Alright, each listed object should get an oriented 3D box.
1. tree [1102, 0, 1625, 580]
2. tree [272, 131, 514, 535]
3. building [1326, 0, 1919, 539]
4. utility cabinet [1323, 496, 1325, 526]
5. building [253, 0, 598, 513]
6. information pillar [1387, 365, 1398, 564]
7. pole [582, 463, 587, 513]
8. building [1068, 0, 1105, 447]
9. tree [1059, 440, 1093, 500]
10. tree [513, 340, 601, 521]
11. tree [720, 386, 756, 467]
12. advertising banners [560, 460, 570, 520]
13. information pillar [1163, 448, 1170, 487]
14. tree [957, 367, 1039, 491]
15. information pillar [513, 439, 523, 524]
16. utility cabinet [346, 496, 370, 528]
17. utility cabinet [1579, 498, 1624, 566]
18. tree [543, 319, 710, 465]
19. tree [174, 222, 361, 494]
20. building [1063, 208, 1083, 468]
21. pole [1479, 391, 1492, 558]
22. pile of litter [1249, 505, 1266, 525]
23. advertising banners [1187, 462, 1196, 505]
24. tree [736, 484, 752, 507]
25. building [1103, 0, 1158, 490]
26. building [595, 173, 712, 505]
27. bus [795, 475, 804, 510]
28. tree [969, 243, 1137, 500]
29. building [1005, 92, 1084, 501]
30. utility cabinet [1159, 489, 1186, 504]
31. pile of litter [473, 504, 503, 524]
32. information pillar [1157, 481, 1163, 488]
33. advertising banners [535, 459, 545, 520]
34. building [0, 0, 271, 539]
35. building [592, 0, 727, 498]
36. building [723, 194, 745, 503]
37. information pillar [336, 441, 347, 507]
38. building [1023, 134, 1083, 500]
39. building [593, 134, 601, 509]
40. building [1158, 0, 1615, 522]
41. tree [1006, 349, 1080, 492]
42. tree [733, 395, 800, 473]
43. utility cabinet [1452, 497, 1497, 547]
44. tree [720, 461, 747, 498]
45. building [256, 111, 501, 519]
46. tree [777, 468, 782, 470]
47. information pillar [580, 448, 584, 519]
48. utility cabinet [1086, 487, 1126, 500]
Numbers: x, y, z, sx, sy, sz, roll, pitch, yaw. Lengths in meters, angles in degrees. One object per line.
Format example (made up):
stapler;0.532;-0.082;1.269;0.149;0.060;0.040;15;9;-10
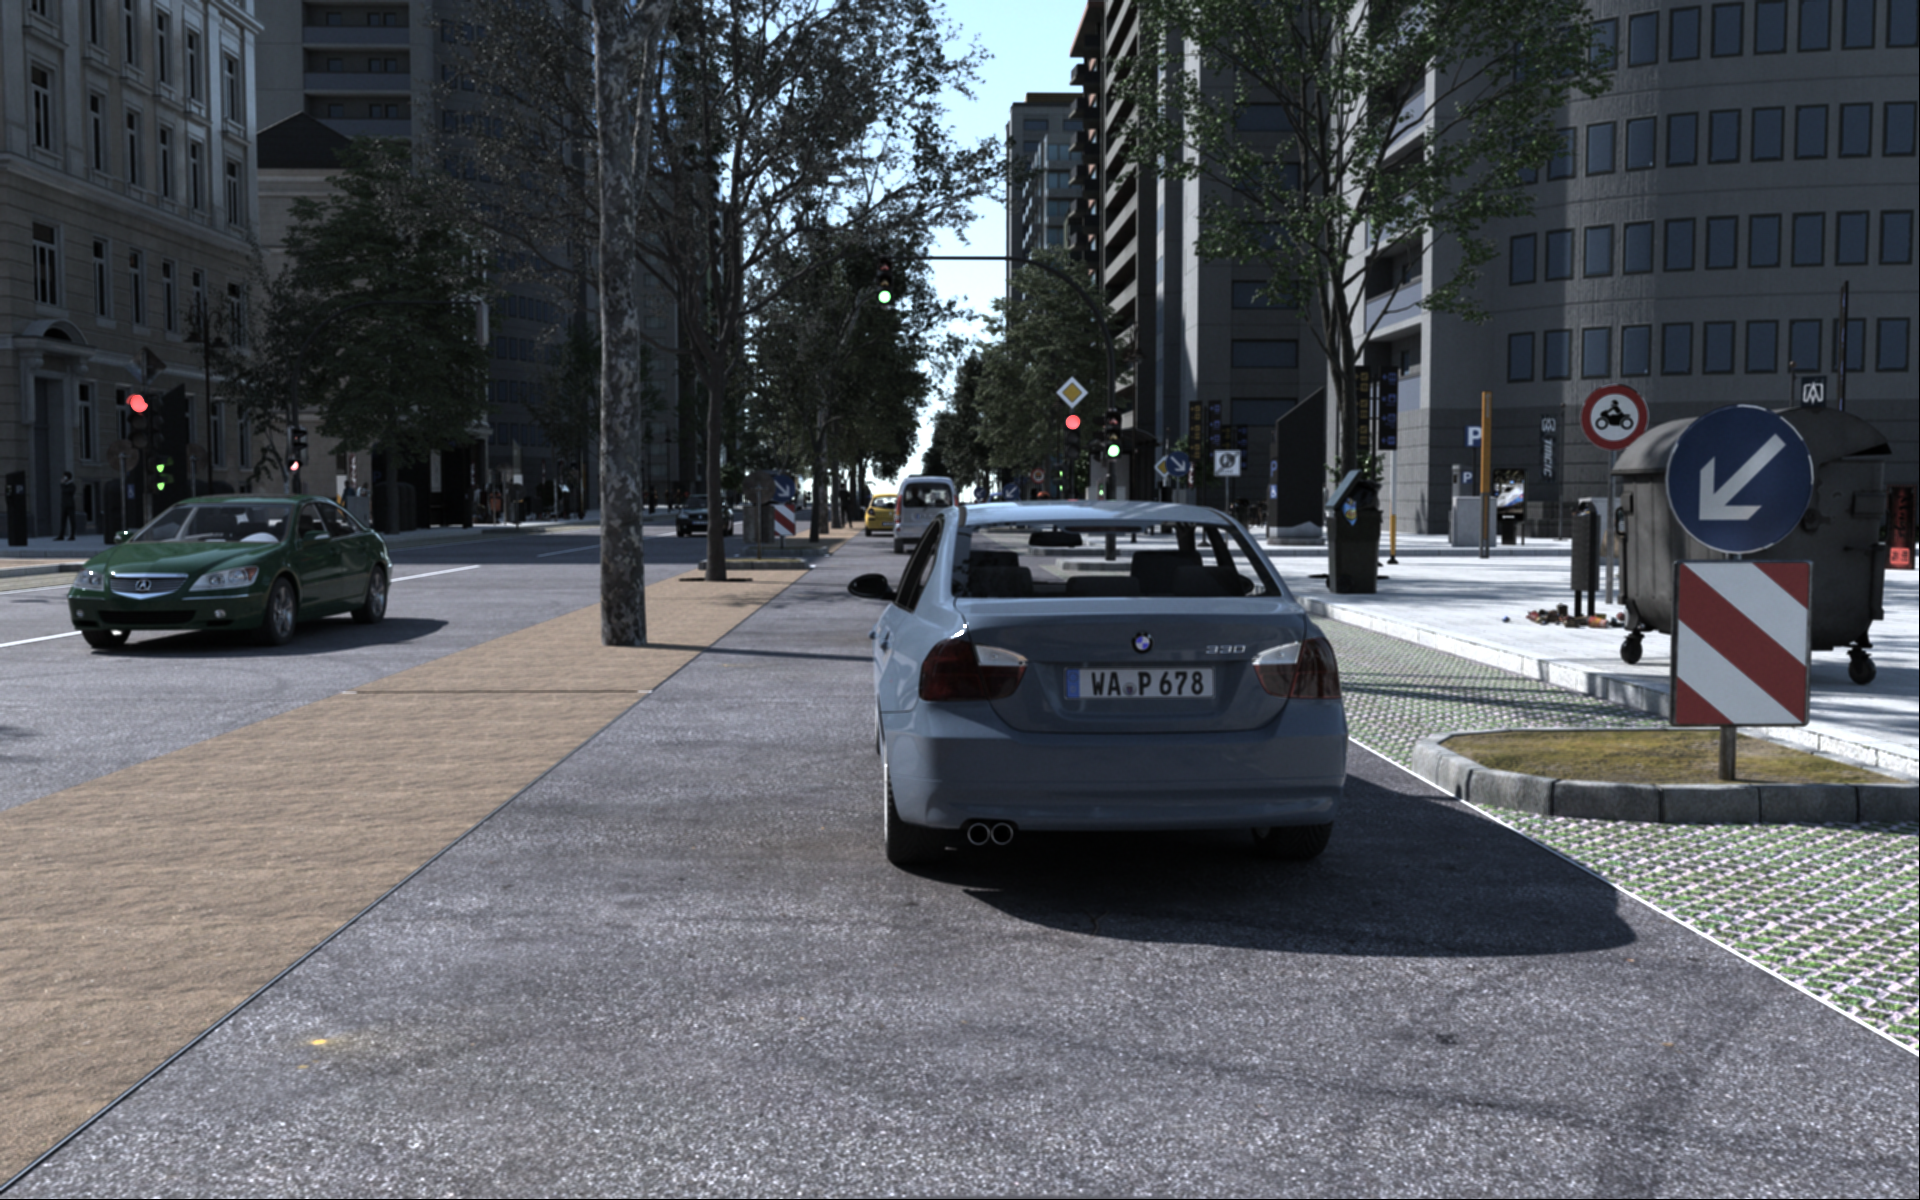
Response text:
tree;5.759;-6.134;26.047;9.928;11.665;9.643;0;3;0
tree;-18.052;-8.382;55.170;7.486;12.596;7.792;0;3;0
building;28.607;-31.543;57.729;28.212;58.520;21.231;0;4;-2
utility cabinet;14.281;-3.602;70.054;1.020;1.237;0.306;-2;4;-31
building;-40.289;-35.873;128.526;21.231;58.520;28.212;0;4;-2
information pillar;7.972;-2.475;31.822;0.183;3.616;0.504;1;4;12
pole;-25.074;-7.455;115.732;0.158;3.312;0.155;0;3;0
building;21.242;-30.585;154.681;22.147;44.769;28.867;0;4;-2
tree;4.602;-4.153;62.508;1.663;3.219;1.824;0;3;0
tree;-18.924;-8.042;81.850;4.360;8.622;3.978;0;3;0
tree;-22.156;-14.063;155.686;9.928;11.665;9.643;0;3;0
advertising banners;-19.915;-5.571;87.276;0.090;3.025;2.074;-2;4;-23
information pillar;10.502;-5.918;88.115;0.504;3.616;0.183;-3;5;-44
tree;2.862;-9.032;98.042;4.360;8.622;3.978;0;3;0
information pillar;-18.838;-5.041;73.783;0.504;3.616;0.183;2;4;32
utility cabinet;-18.782;-2.625;54.086;0.306;1.237;1.020;0;4;5
utility cabinet;11.611;-1.228;31.246;1.020;1.237;0.306;-2;4;-29
tree;-20.829;-10.840;102.992;9.928;11.665;9.643;0;3;0
tree;-18.258;-5.857;46.125;4.360;8.622;3.978;0;3;0
building;17.365;-24.781;176.865;14.160;30.474;14.107;0;4;-2
pole;10.474;-2.488;34.517;0.158;3.312;0.155;0;3;0
pile of litter;12.126;-3.590;72.669;1.176;0.858;1.719;-2;4;-26
advertising banners;10.040;-5.090;79.406;0.090;3.025;2.074;-3;5;-41
tree;-21.893;-11.060;175.435;1.663;3.219;1.824;0;3;0
building;22.504;-30.902;128.951;21.300;48.544;21.600;0;4;-2
building;-38.525;-32.469;214.455;14.154;41.232;14.086;0;4;-2
bus;-16.038;-10.141;160.662;2.948;3.499;13.247;0;4;-3
tree;4.411;-9.837;78.961;7.486;12.596;7.792;0;3;0
building;17.342;-43.981;261.080;21.231;58.520;28.212;0;4;-2
utility cabinet;9.573;-4.240;78.007;1.173;1.500;0.318;2;4;25
pile of litter;-20.517;-3.686;74.232;1.719;0.858;1.176;1;4;8
information pillar;11.371;-5.746;98.444;0.304;2.012;0.304;-1;4;-13
advertising banners;-21.055;-5.545;86.856;0.090;3.025;2.074;-2;4;-27
building;-33.533;-16.669;58.438;13.634;28.700;20.117;0;4;-2
building;-42.924;-56.489;236.261;22.319;86.520;31.000;0;4;-2
building;-39.998;-37.330;260.451;14.600;45.320;14.200;0;4;-2
information pillar;-26.918;-5.143;75.448;0.504;3.616;0.183;1;4;20
building;20.016;-37.435;231.667;23.786;49.044;30.456;0;4;-2
building;-46.653;-28.384;155.953;32.217;40.220;23.993;0;4;-2
building;22.279;-34.251;102.005;21.231;58.520;28.212;0;4;-2
tree;4.218;-8.362;87.084;4.737;8.622;4.395;0;3;0
tree;-22.739;-18.437;208.093;9.857;13.997;8.962;0;3;0
utility cabinet;12.486;-1.888;42.027;1.020;1.237;0.306;0;4;-6
tree;-22.216;-11.236;167.423;4.285;4.588;4.351;0;3;0
building;-33.577;-14.575;89.211;10.553;20.767;40.483;0;4;-2
tree;-23.929;-17.355;234.108;4.737;8.622;4.395;0;3;0
information pillar;-19.408;-5.956;88.737;0.183;3.616;0.504;0;4;-7
utility cabinet;4.399;-2.675;52.411;1.173;1.500;0.318;-1;4;-14
